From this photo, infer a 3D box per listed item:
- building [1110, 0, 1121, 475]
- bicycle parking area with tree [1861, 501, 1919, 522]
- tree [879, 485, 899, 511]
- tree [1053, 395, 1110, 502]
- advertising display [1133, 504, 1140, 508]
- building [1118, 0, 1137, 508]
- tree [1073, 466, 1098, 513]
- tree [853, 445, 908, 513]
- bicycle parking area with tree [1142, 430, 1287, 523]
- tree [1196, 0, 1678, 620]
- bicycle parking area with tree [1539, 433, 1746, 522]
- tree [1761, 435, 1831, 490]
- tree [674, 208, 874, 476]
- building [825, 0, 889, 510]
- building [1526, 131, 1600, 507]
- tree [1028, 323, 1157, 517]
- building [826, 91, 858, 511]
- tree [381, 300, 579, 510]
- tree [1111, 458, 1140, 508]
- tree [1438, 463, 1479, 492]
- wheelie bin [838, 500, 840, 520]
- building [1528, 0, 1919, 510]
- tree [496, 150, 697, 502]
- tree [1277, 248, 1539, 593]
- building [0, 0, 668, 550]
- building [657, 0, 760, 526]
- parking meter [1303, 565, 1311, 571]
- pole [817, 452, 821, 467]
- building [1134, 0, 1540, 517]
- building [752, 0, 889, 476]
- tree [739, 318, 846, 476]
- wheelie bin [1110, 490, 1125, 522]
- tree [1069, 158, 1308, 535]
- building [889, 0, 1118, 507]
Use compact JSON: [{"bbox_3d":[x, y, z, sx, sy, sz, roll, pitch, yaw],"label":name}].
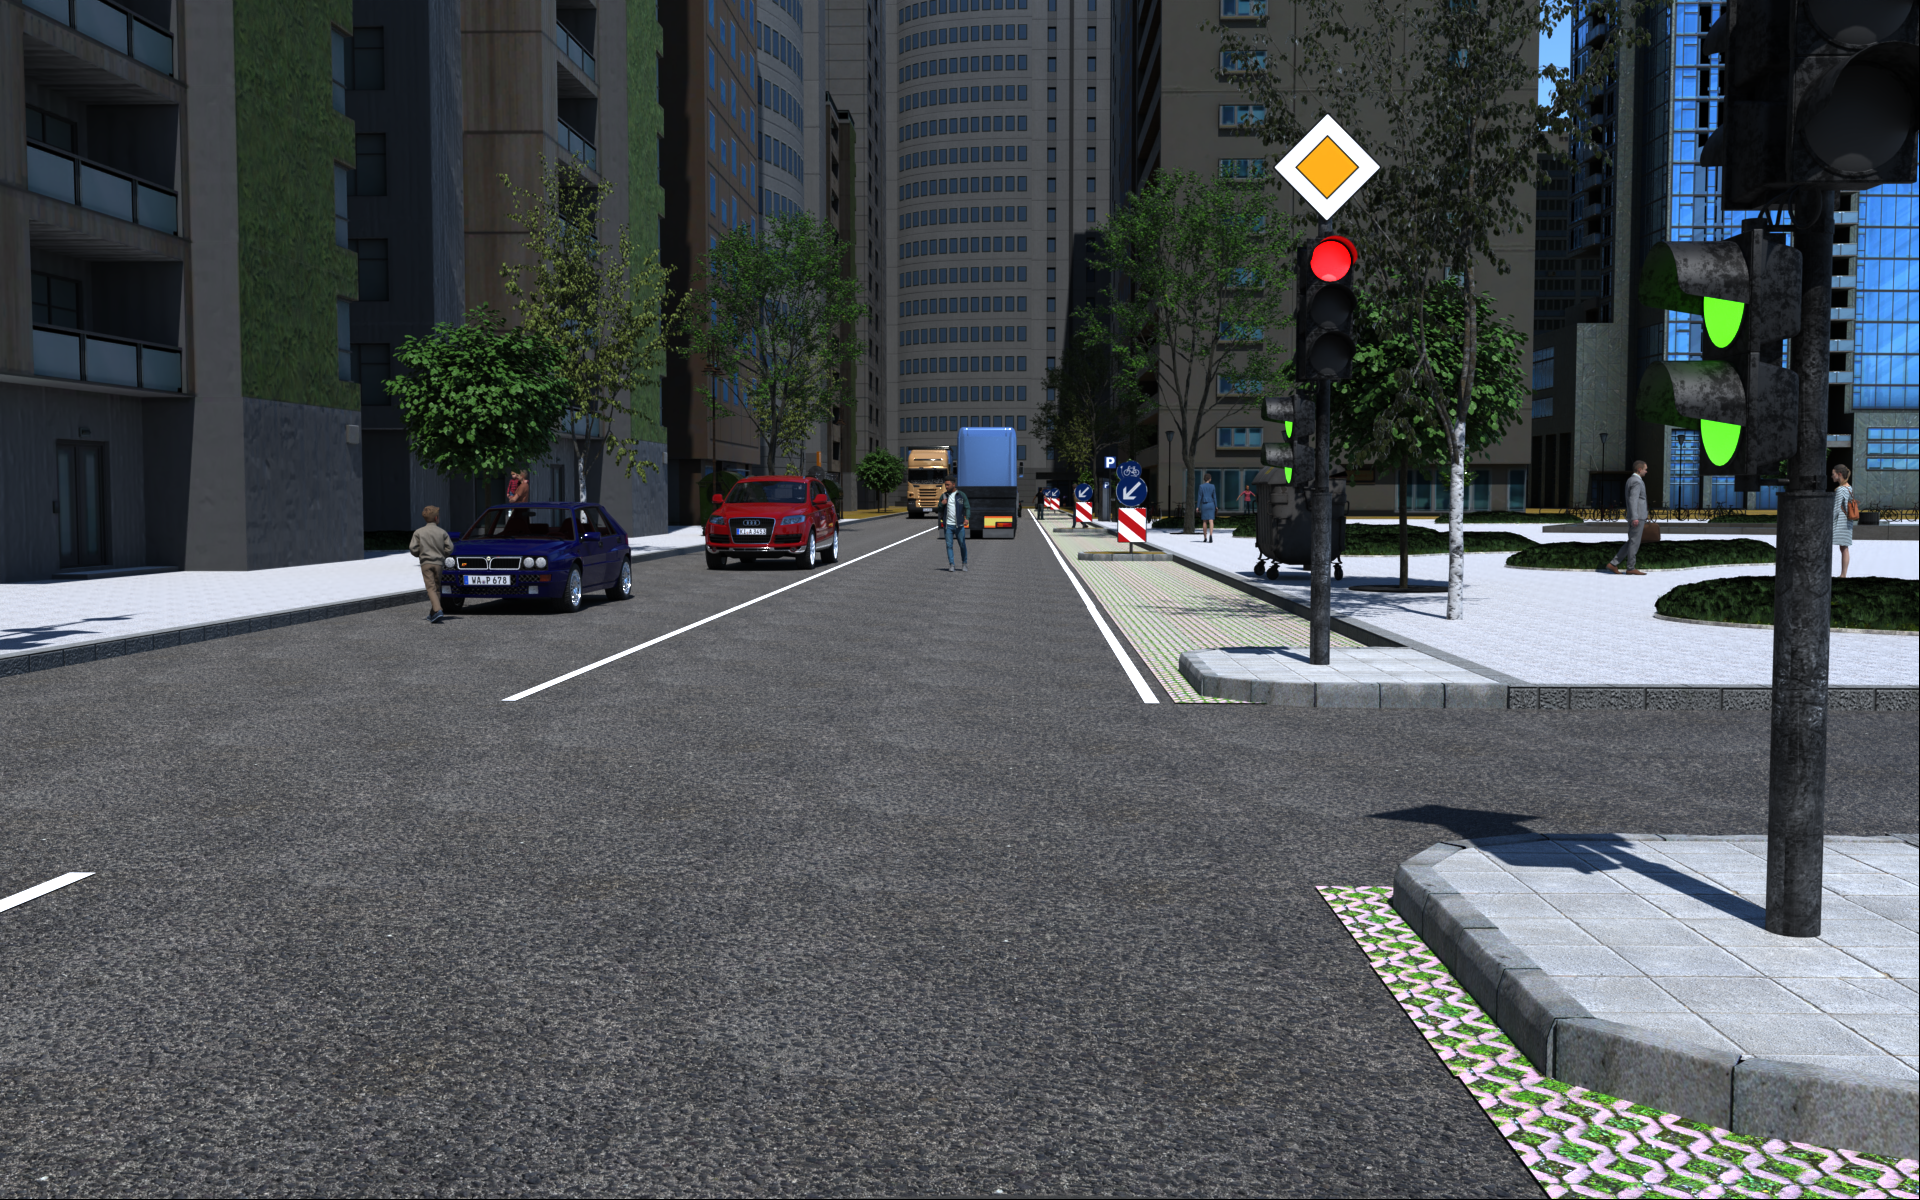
[{"bbox_3d":[26.885,-34.053,146.012,28.713,52.752,27.495,0,4,2],"label":"building"},{"bbox_3d":[45.932,-5.529,77.398,9.016,4.147,8.231,1,4,10],"label":"bicycle parking area with tree"},{"bbox_3d":[-5.673,-8.346,131.060,1.663,3.219,1.824,0,3,0],"label":"tree"},{"bbox_3d":[8.539,-10.493,121.920,4.737,8.622,4.395,0,3,0],"label":"tree"},{"bbox_3d":[7.339,-4.088,72.058,0.123,1.923,0.974,1,4,18],"label":"advertising display"},{"bbox_3d":[18.905,-29.087,125.687,14.600,45.320,14.200,0,4,2],"label":"building"},{"bbox_3d":[8.341,-7.412,115.782,1.663,3.219,1.824,0,3,0],"label":"tree"},{"bbox_3d":[-5.310,-8.407,121.173,4.285,4.588,4.351,0,3,0],"label":"tree"},{"bbox_3d":[12.161,-5.601,78.582,8.231,4.147,9.016,1,4,21],"label":"bicycle parking area with tree"},{"bbox_3d":[4.842,-4.109,17.546,4.360,8.622,3.978,0,3,0],"label":"tree"},{"bbox_3d":[32.639,-5.849,82.627,8.231,4.147,9.016,-1,4,-14],"label":"bicycle parking area with tree"},{"bbox_3d":[35.809,-5.571,74.806,4.285,4.588,4.351,0,3,0],"label":"tree"},{"bbox_3d":[-6.774,-8.384,62.837,9.928,11.665,9.643,0,3,0],"label":"tree"},{"bbox_3d":[-17.309,-43.537,150.080,20.611,71.187,20.563,0,4,2],"label":"building"},{"bbox_3d":[63.066,-30.341,187.963,23.993,40.220,32.217,0,4,2],"label":"building"},{"bbox_3d":[7.233,-9.843,95.350,7.601,10.594,8.767,0,4,1],"label":"tree"},{"bbox_3d":[-15.093,-21.600,124.858,14.160,30.474,14.107,0,4,2],"label":"building"},{"bbox_3d":[-8.114,-2.792,29.368,4.285,4.588,4.351,0,3,0],"label":"tree"},{"bbox_3d":[8.381,-5.542,85.207,1.663,3.219,1.824,0,3,0],"label":"tree"},{"bbox_3d":[22.374,-5.123,78.360,1.663,3.219,1.824,0,3,0],"label":"tree"},{"bbox_3d":[-6.191,-4.732,85.274,0.693,1.594,0.980,0,4,-4],"label":"wheelie bin"},{"bbox_3d":[67.057,-50.966,145.965,31.000,86.520,22.319,0,4,2],"label":"building"},{"bbox_3d":[-8.072,-5.322,37.370,4.737,8.622,4.395,0,3,0],"label":"tree"},{"bbox_3d":[5.935,-2.410,23.118,4.285,4.588,4.351,0,3,0],"label":"tree"},{"bbox_3d":[-16.664,-22.290,48.039,14.154,41.232,14.086,0,4,2],"label":"building"},{"bbox_3d":[-16.782,-26.023,75.590,14.600,45.320,14.200,0,4,2],"label":"building"},{"bbox_3d":[5.946,-1.259,29.000,0.372,1.533,0.369,0,3,0],"label":"parking meter"},{"bbox_3d":[-6.769,-5.462,83.153,0.158,3.312,0.155,0,3,0],"label":"pole"},{"bbox_3d":[22.334,-29.596,107.597,21.300,48.544,21.600,0,4,2],"label":"building"},{"bbox_3d":[-22.841,-39.360,185.541,28.212,58.520,21.231,0,4,2],"label":"building"},{"bbox_3d":[-6.864,-7.412,71.552,4.737,8.622,4.395,0,3,0],"label":"tree"},{"bbox_3d":[7.235,-4.323,78.596,0.693,1.594,0.980,-1,4,-16],"label":"wheelie bin"},{"bbox_3d":[7.284,-7.885,54.671,9.928,11.665,9.643,0,3,0],"label":"tree"},{"bbox_3d":[5.584,-39.332,185.076,28.212,58.520,21.231,0,4,2],"label":"building"}]
